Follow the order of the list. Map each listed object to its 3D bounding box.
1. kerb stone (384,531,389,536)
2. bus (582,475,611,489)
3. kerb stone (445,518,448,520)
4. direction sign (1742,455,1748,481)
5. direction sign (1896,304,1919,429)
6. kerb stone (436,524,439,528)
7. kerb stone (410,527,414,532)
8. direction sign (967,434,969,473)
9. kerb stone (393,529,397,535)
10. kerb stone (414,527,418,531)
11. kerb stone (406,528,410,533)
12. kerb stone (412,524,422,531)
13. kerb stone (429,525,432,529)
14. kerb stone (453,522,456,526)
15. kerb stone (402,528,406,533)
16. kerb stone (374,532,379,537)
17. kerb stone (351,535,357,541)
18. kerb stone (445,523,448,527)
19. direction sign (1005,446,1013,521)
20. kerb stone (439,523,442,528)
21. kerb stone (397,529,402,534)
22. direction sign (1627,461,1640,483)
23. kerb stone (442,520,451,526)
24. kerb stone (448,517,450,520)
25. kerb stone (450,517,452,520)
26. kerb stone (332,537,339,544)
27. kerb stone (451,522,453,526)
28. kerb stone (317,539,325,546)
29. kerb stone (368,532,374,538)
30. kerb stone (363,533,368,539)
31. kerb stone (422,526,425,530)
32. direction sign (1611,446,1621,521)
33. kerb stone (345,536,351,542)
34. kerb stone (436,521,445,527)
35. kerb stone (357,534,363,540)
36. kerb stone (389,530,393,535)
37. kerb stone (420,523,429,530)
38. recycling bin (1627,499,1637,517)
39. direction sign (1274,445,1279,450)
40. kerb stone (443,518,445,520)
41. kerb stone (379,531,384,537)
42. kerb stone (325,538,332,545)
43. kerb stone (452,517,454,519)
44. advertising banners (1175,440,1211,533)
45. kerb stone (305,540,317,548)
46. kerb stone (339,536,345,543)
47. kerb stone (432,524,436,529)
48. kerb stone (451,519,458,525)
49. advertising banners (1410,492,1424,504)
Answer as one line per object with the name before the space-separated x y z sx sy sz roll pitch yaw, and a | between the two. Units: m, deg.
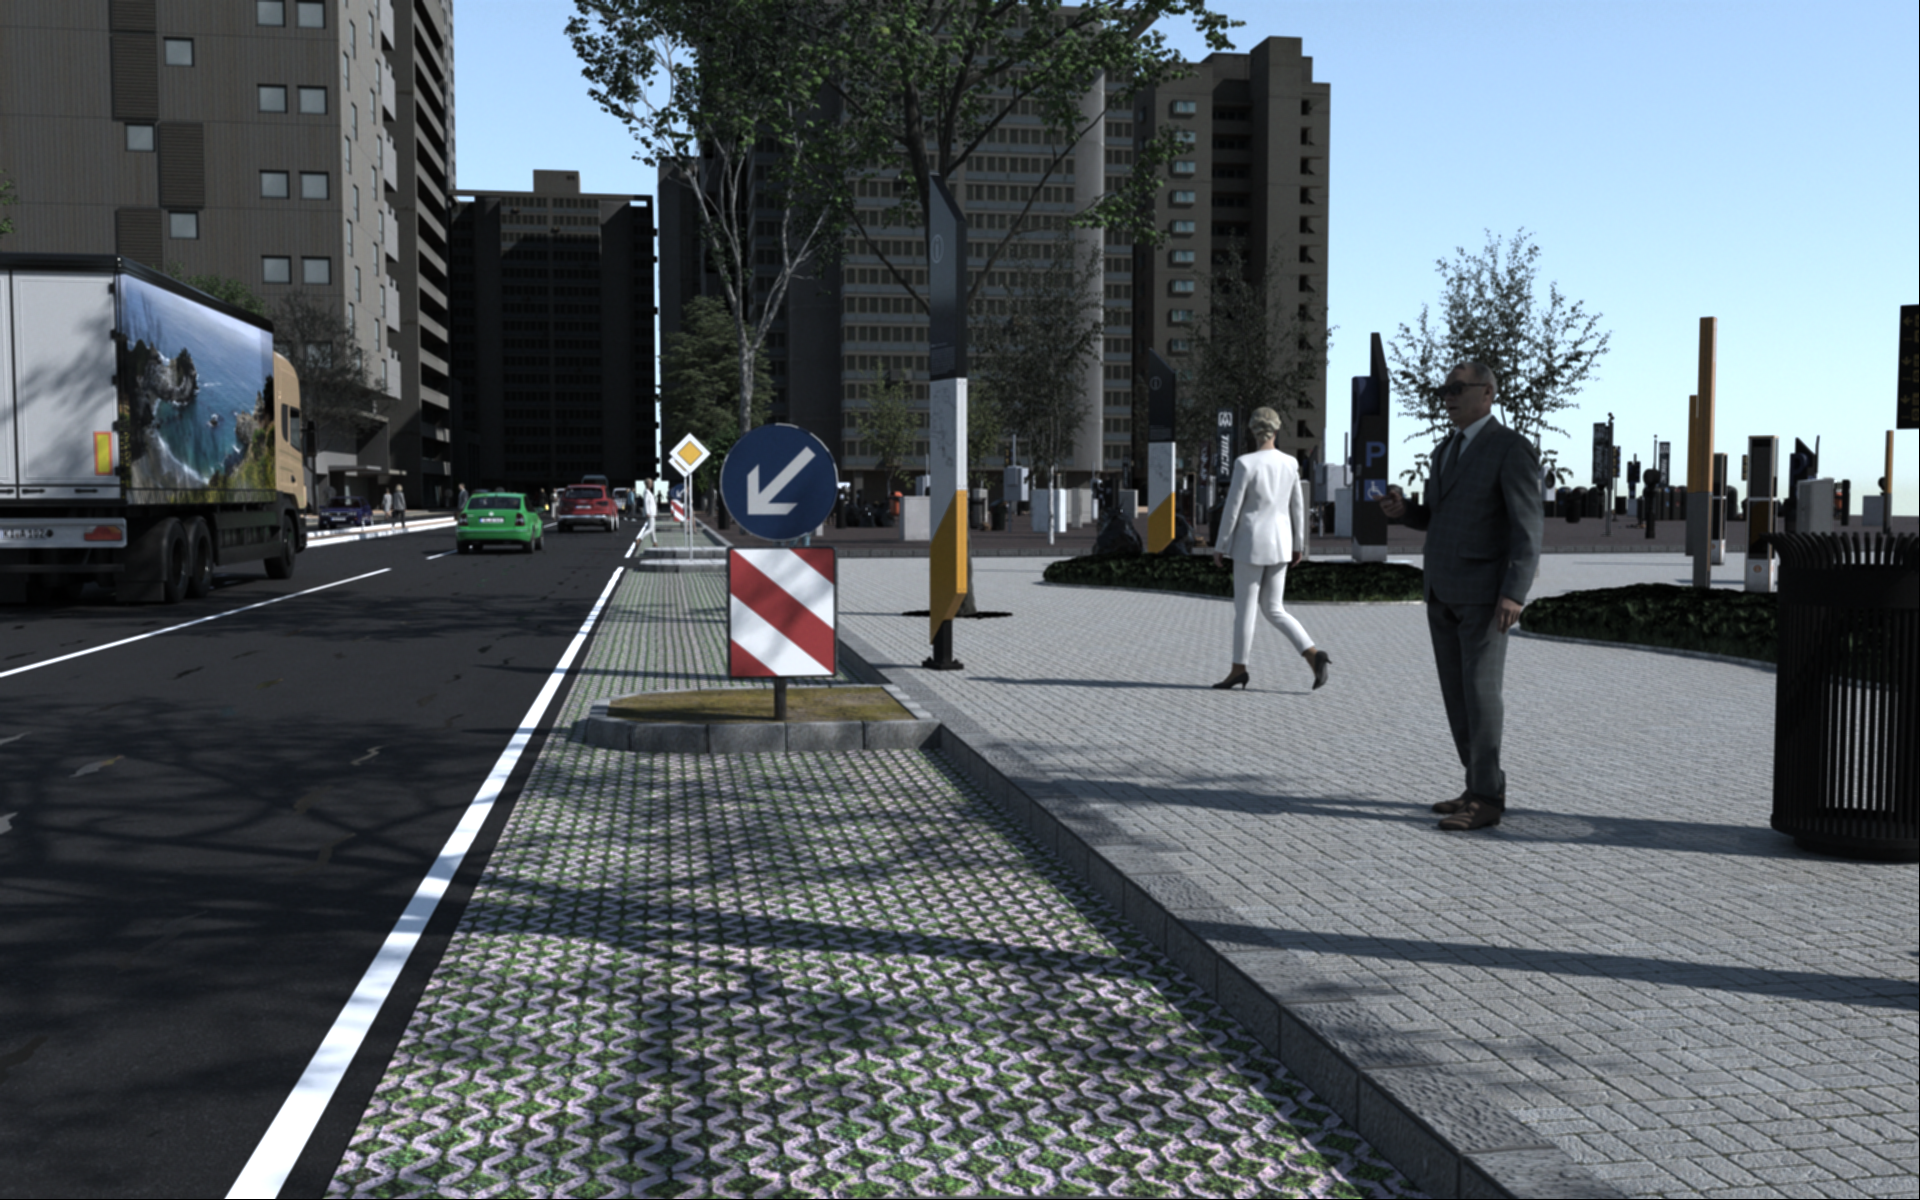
kerb stone | -19.748 -2.257 59.157 0.120 0.150 1.000 -1 4 -10
bus | -37.122 -11.118 176.641 2.948 3.499 13.247 -1 4 -11
kerb stone | -27.520 -4.269 92.131 0.120 0.150 1.000 -1 4 -10
direction sign | 45.503 -6.608 100.043 0.876 3.537 0.379 -1 4 -20
direction sign | 11.631 -1.750 20.615 0.876 3.537 0.379 3 4 37
kerb stone | -21.987 -3.064 72.287 0.120 0.150 1.000 -1 4 -10
kerb stone | -20.789 -2.624 65.226 0.120 0.150 1.000 -1 4 -10
direction sign | 0.082 -4.514 65.809 0.379 3.537 0.876 -2 4 -33
kerb stone | -20.098 -2.379 61.171 0.120 0.150 1.000 -1 4 -10
kerb stone | -20.960 -2.694 66.236 0.120 0.150 1.000 -1 4 -10
kerb stone | -20.607 -2.570 64.207 0.120 0.150 1.000 -1 4 -10
kerb stone | -21.129 -2.755 67.245 0.120 0.150 1.000 -1 4 -10
kerb stone | -21.653 -2.940 70.266 0.120 0.150 1.000 -1 4 -10
kerb stone | -23.026 -3.433 78.339 0.120 0.150 1.000 -1 4 -10
kerb stone | -20.444 -2.505 63.191 0.120 0.150 1.000 -1 4 -10
kerb stone | -19.405 -2.137 57.135 0.120 0.150 1.000 -1 4 -10
kerb stone | -18.719 -1.890 53.095 0.120 0.150 1.000 -1 4 -10
kerb stone | -22.514 -3.249 75.315 0.120 0.150 1.000 -1 4 -10
direction sign | 2.329 -5.493 81.803 0.379 3.537 0.876 2 4 30
kerb stone | -22.164 -3.121 73.300 0.120 0.150 1.000 -1 4 -10
kerb stone | -20.271 -2.445 62.179 0.120 0.150 1.000 -1 4 -10
direction sign | 46.761 -7.845 120.269 0.876 3.537 0.379 3 5 41
kerb stone | -22.686 -3.311 76.323 0.120 0.150 1.000 -1 4 -10
kerb stone | -27.684 -4.332 93.146 0.120 0.150 1.000 -1 4 -10
kerb stone | -27.869 -4.397 94.157 0.120 0.150 1.000 -1 4 -10
kerb stone | -18.196 -1.705 50.066 0.120 0.150 1.000 -1 4 -10
kerb stone | -22.859 -3.372 77.331 0.120 0.150 1.000 -1 4 -10
kerb stone | -17.852 -1.581 48.044 0.120 0.150 1.000 -1 4 -10
kerb stone | -19.229 -2.071 56.123 0.120 0.150 1.000 -1 4 -10
kerb stone | -19.055 -2.013 55.112 0.120 0.150 1.000 -1 4 -10
kerb stone | -21.304 -2.817 68.252 0.120 0.150 1.000 -1 4 -10
direction sign | 30.857 -5.474 81.494 0.379 3.537 0.876 3 5 42
kerb stone | -18.544 -1.819 52.081 0.120 0.150 1.000 -1 4 -10
kerb stone | -22.339 -3.187 74.308 0.120 0.150 1.000 -1 4 -10
kerb stone | -18.888 -1.949 54.104 0.120 0.150 1.000 -1 4 -10
kerb stone | -19.920 -2.322 60.165 0.120 0.150 1.000 -1 4 -10
kerb stone | -21.475 -2.879 69.260 0.120 0.150 1.000 -1 4 -10
recycling bin | 37.940 -5.193 97.465 0.722 1.027 0.722 2 4 24
direction sign | 14.317 -5.402 80.325 0.876 3.537 0.379 1 4 17
kerb stone | -27.345 -4.211 91.124 0.120 0.150 1.000 -1 4 -10
kerb stone | -19.577 -2.199 58.149 0.120 0.150 1.000 -1 4 -10
kerb stone | -18.016 -1.643 49.060 0.120 0.150 1.000 -1 4 -10
kerb stone | -28.027 -4.463 95.167 0.120 0.150 1.000 -1 4 -10
advertising banners | 7.525 -3.734 57.244 0.090 3.025 2.074 -3 4 -38
kerb stone | -17.678 -1.514 47.027 0.120 0.150 1.000 -1 4 -10
kerb stone | -18.369 -1.766 51.074 0.120 0.150 1.000 -1 4 -10
kerb stone | -21.810 -3.002 71.277 0.120 0.150 1.000 -1 4 -10
kerb stone | -23.201 -3.495 79.347 0.120 0.150 1.000 -1 4 -10
advertising banners | 29.676 -6.973 110.199 2.074 3.025 0.090 0 4 -3
